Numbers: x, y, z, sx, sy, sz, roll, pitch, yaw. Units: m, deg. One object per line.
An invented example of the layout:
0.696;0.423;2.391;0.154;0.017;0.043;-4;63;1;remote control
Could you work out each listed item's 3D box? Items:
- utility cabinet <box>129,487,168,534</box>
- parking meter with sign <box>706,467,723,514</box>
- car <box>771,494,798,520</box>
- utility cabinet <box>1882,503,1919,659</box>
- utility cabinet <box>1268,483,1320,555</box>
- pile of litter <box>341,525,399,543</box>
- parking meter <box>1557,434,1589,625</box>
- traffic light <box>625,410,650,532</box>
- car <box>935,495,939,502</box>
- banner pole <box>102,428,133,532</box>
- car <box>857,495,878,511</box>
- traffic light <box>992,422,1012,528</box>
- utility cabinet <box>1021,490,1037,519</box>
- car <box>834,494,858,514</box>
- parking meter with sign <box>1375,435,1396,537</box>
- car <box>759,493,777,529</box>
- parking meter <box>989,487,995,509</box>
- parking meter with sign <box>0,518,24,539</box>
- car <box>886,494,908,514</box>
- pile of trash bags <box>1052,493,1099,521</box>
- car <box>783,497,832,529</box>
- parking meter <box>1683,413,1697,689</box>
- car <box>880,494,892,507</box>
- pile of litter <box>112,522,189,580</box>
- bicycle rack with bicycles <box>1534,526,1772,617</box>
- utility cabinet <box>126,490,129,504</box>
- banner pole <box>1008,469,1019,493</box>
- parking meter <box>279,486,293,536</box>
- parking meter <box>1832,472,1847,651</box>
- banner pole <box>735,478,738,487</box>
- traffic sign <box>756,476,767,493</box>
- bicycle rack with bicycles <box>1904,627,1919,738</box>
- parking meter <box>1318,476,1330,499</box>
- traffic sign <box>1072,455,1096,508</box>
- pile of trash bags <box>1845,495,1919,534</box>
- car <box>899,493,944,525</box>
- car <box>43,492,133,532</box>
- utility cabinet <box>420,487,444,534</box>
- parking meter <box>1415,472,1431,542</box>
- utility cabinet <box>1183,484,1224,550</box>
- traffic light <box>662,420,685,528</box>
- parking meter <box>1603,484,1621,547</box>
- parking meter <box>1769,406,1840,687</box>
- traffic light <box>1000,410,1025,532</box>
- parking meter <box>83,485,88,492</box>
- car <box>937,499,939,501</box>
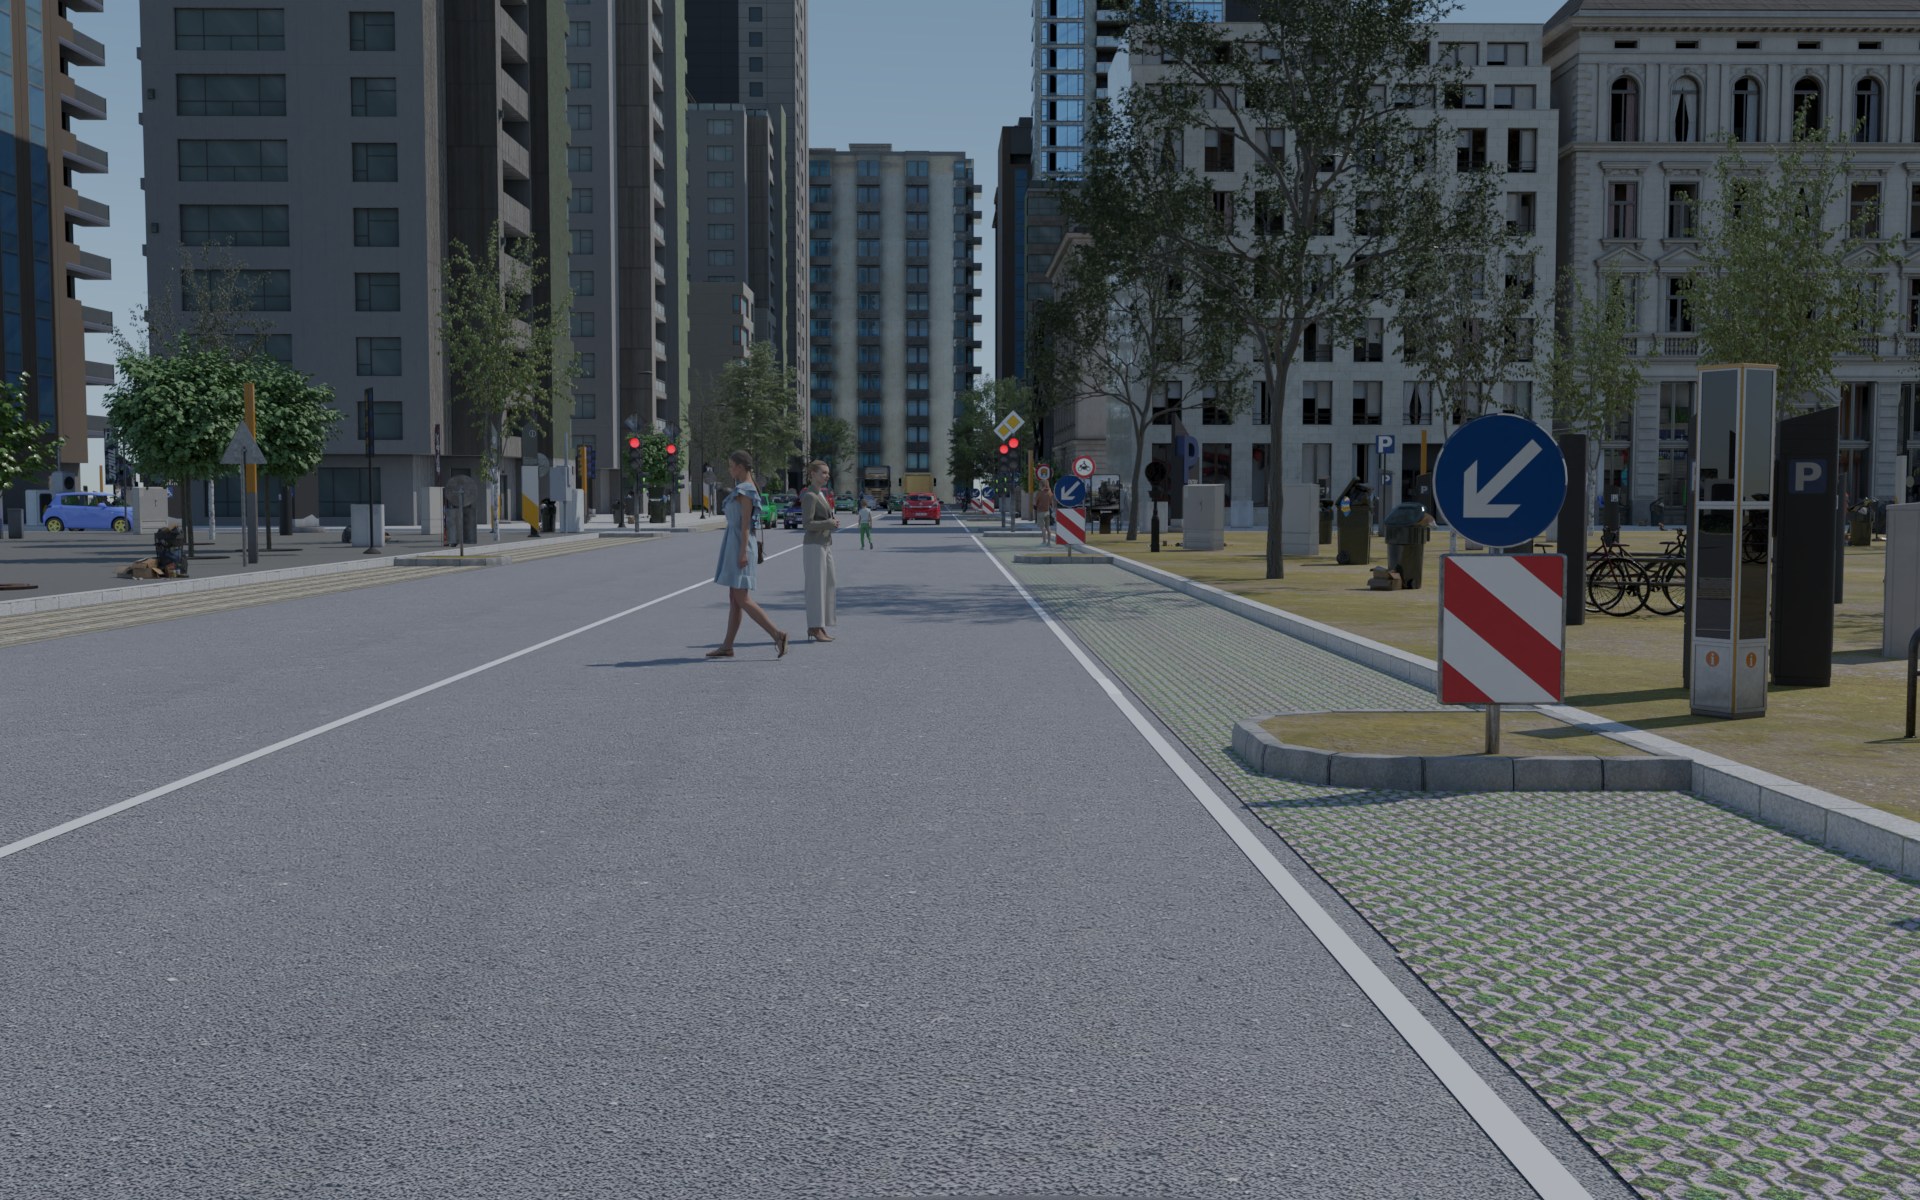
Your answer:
-25.762;-2.841;55.121;0.318;1.500;1.173;1;4;19;utility cabinet
-15.613;-7.054;111.590;0.543;3.016;1.738;2;4;26;parking meter with sign
-8.679;-4.514;85.596;2.131;1.459;4.920;0;4;-1;car
7.607;-0.169;13.933;0.306;1.237;1.020;2;4;30;utility cabinet
6.966;-1.679;36.135;0.318;1.500;1.173;-2;4;-35;utility cabinet
-15.712;-1.965;46.100;1.719;0.858;1.176;-3;5;-43;pile of litter
6.041;-0.696;17.086;0.255;1.863;0.399;2;4;24;parking meter
-10.797;-4.218;57.887;0.839;4.253;0.868;0;4;-1;traffic light
-3.335;-10.986;191.980;2.083;1.381;4.827;0;4;1;car
-28.243;-4.161;58.052;0.863;3.779;0.401;0;4;-7;banner pole
-8.259;-8.537;151.944;2.083;1.381;4.827;0;4;-1;car
1.646;-4.719;66.071;0.839;4.253;0.868;0;4;-1;traffic light
3.619;-4.736;86.117;1.173;1.500;0.318;2;4;33;utility cabinet
-8.369;-6.922;124.968;2.131;1.459;4.920;0;4;-1;car
12.851;-3.409;52.002;0.543;3.016;1.738;1;4;21;parking meter with sign
-8.601;-3.860;71.910;1.959;1.807;4.718;0;4;-2;car
2.558;-8.096;138.080;0.255;1.863;0.399;3;5;42;parking meter
-27.751;-3.252;49.435;1.738;3.016;0.543;-1;4;-18;parking meter with sign
-4.278;-6.892;124.475;2.131;1.459;4.920;0;4;-1;car
5.540;-4.388;81.494;3.447;1.369;1.912;0;4;2;pile of trash bags
-6.263;-3.605;71.524;1.945;1.354;3.894;0;4;1;car
4.912;-0.341;11.291;0.255;1.863;0.399;0;4;6;parking meter
-8.314;-11.573;198.810;1.945;1.707;3.694;0;4;1;car
-12.424;-0.775;26.629;1.176;0.858;1.719;-1;4;-9;pile of litter
7.450;-0.332;18.815;2.925;0.926;2.852;2;4;27;bicycle rack with bicycles
-39.541;-4.511;82.433;0.318;1.500;1.173;-2;4;-25;utility cabinet
2.898;-6.762;100.575;0.401;3.779;0.863;2;4;25;banner pole
-20.869;-2.764;53.598;0.372;1.533;0.369;0;3;0;parking meter
6.990;-0.356;14.234;0.372;1.533;0.369;0;3;0;parking meter
-14.008;-7.247;108.506;0.401;3.779;0.863;0;4;5;banner pole
-14.014;-7.464;122.148;0.768;2.556;0.104;0;4;5;traffic sign
6.200;0.313;8.273;2.925;0.926;2.852;-1;4;-9;bicycle rack with bicycles
11.749;-3.073;55.948;0.255;1.863;0.399;2;4;35;parking meter
4.077;-3.476;56.945;0.768;2.556;0.104;0;4;3;traffic sign
29.337;-2.804;55.598;3.447;1.369;1.912;-1;4;-18;pile of trash bags
-1.827;-4.440;81.638;2.155;1.783;4.494;0;4;-1;car
-30.928;-3.228;62.365;3.694;1.707;1.945;0;4;0;car
-16.731;-2.830;54.950;0.318;1.500;1.173;0;4;6;utility cabinet
12.509;-2.515;46.829;0.399;1.863;0.255;0;4;7;parking meter
5.517;-1.874;39.326;0.318;1.500;1.173;-2;4;-28;utility cabinet
-10.914;-4.706;65.872;0.839;4.253;0.868;0;4;-1;traffic light
15.775;-2.049;41.913;0.372;1.533;0.369;0;3;0;parking meter
5.638;-0.361;11.617;0.399;1.863;0.255;1;4;19;parking meter
1.763;-4.230;58.087;0.839;4.253;0.868;0;4;-1;traffic light
-59.143;-6.817;117.167;0.255;1.863;0.399;-2;4;-34;parking meter
-2.619;-7.629;136.731;2.014;1.417;4.499;0;4;-1;car
